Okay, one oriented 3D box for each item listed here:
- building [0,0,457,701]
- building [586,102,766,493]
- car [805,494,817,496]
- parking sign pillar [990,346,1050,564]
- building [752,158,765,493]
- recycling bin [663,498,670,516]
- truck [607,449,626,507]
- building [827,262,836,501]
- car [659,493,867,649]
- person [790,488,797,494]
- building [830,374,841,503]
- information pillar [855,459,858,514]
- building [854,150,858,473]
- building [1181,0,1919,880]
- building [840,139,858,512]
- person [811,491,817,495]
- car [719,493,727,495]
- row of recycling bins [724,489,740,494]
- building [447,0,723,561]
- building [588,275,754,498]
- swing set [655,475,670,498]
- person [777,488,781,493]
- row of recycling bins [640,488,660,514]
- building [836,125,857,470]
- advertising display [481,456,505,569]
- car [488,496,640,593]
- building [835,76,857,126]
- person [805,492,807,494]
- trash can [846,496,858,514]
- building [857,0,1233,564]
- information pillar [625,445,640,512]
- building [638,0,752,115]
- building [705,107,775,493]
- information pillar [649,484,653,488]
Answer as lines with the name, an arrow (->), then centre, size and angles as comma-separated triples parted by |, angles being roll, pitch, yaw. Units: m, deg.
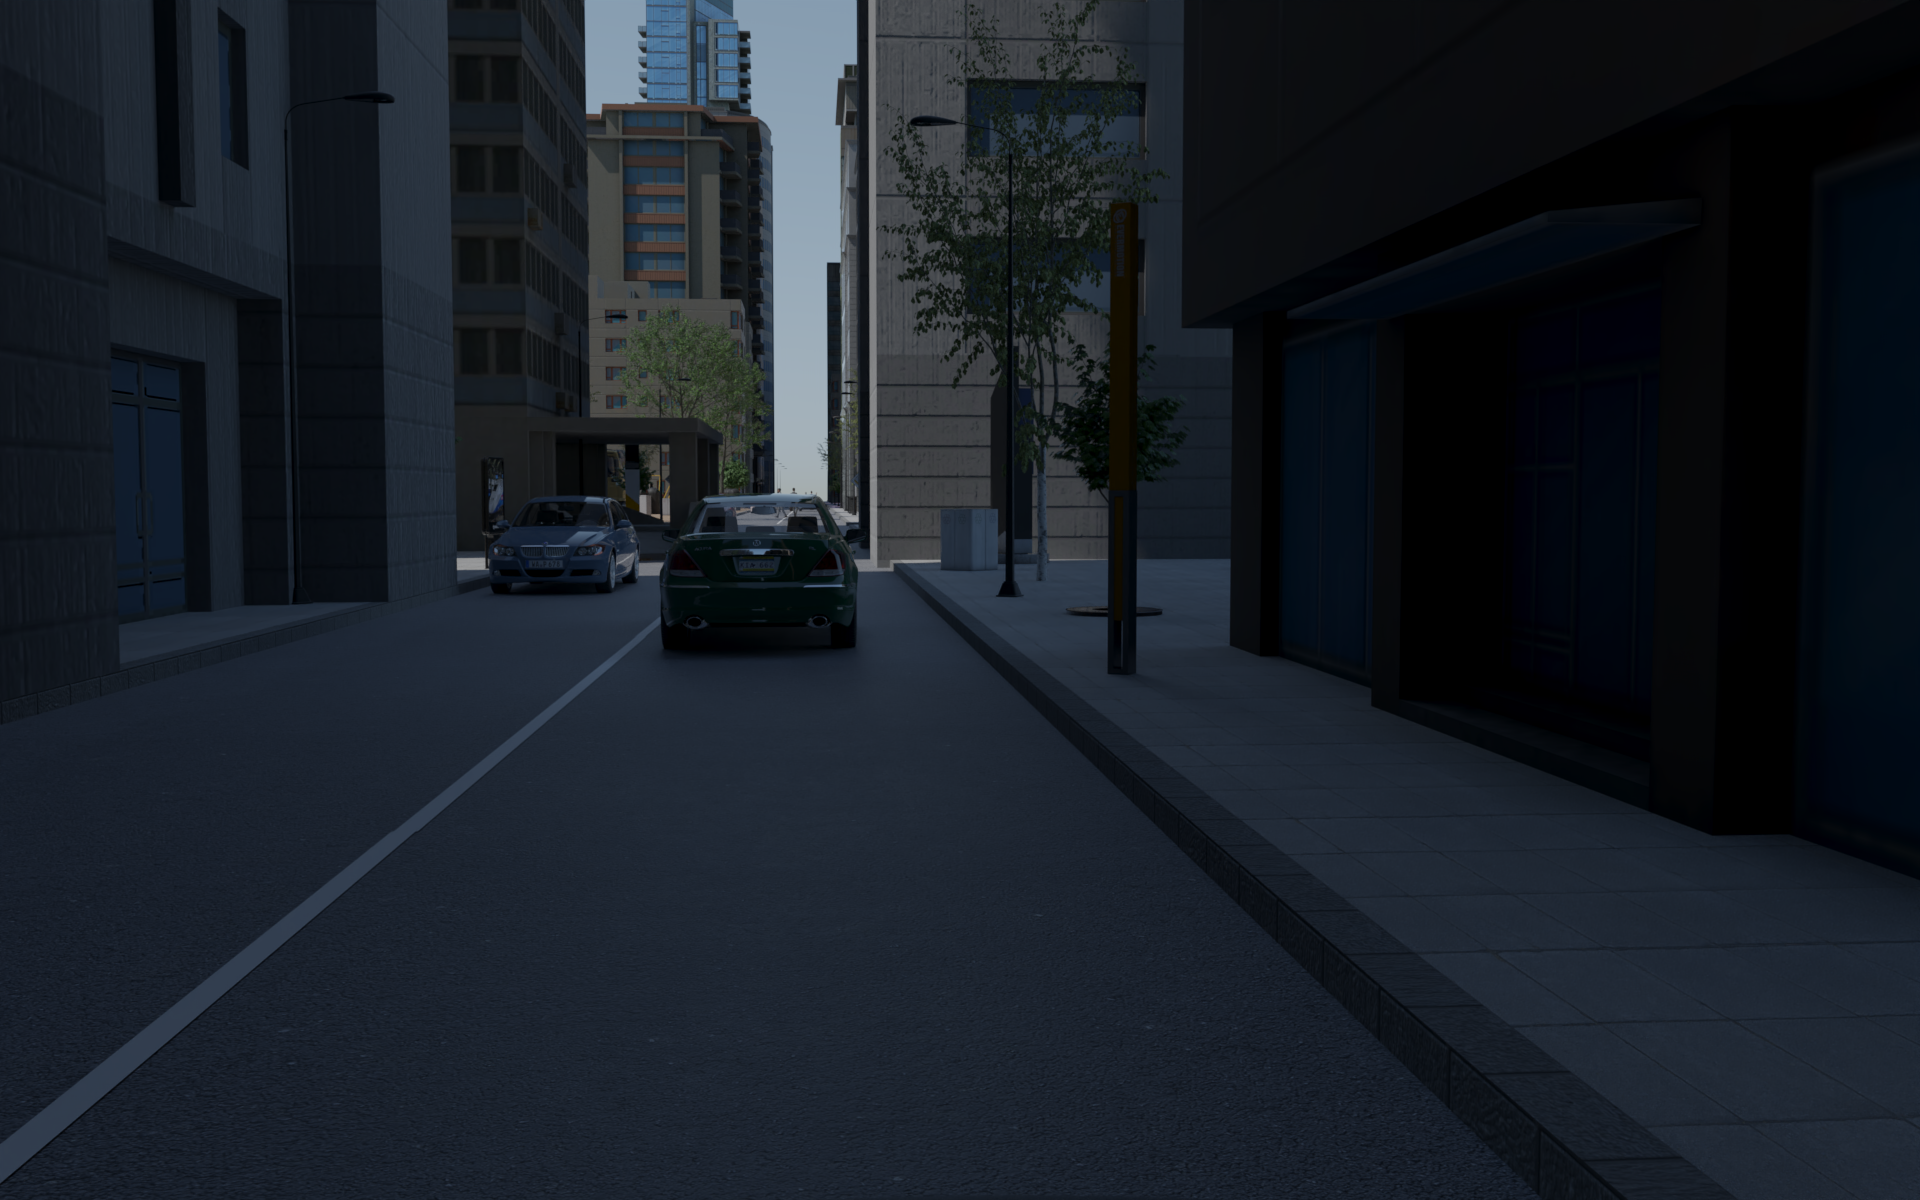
building -> -16.399, -28.499, 7.954 | 21.231, 58.520, 28.212 | 0, 4, -5
building -> -33.457, -33.132, 196.328 | 22.147, 44.769, 28.867 | 0, 4, -5
car -> -12.575, -8.111, 144.615 | 2.014, 1.417, 4.499 | 0, 4, -5
parking sign pillar -> 0.952, -2.677, 32.241 | 1.447, 3.967, 1.447 | -1, 4, -16
building -> -32.352, -34.745, 218.192 | 14.600, 45.320, 14.200 | 0, 4, -5
recycling bin -> -17.478, -5.591, 103.967 | 0.722, 1.027, 0.722 | 0, 4, 3
truck -> -18.085, -4.760, 73.750 | 9.791, 3.379, 3.469 | 0, 4, -3
building -> -16.449, -38.074, 306.103 | 14.154, 41.232, 14.086 | 0, 4, -5
car -> -1.984, -0.349, 17.509 | 2.131, 1.459, 4.920 | 0, 4, -5
person -> -10.297, -6.061, 107.557 | 0.622, 1.834, 0.822 | 1, 4, 9
building -> -5.871, -25.672, 264.780 | 27.650, 21.520, 28.899 | 0, 4, -5
information pillar -> -6.879, -7.523, 114.362 | 0.183, 3.616, 0.504 | 0, 4, -7
building -> 0.549, -19.519, 112.650 | 14.314, 27.812, 24.014 | 0, 4, -5
building -> 9.373, -21.838, 7.169 | 14.600, 45.320, 14.200 | 0, 4, -5
building -> -3.819, -22.121, 139.177 | 11.434, 29.767, 29.804 | 0, 4, -5
person -> -13.216, -8.983, 156.172 | 0.742, 1.727, 0.445 | 0, 4, 6
car -> -9.204, -3.373, 64.187 | 2.155, 1.783, 4.494 | 0, 4, -7
row of recycling bins -> -17.829, -7.804, 134.702 | 1.069, 1.692, 3.534 | -1, 4, -18
building -> -22.433, -21.424, 42.165 | 32.217, 40.220, 23.993 | 0, 4, -5
building -> -34.401, -19.706, 167.235 | 27.650, 21.520, 28.899 | 0, 4, -5
swing set -> -20.355, -7.832, 125.675 | 2.862, 2.851, 3.119 | -1, 4, -16
person -> -10.792, -5.835, 104.180 | 0.850, 1.792, 0.678 | 0, 4, -1
row of recycling bins -> -20.394, -6.243, 109.191 | 1.069, 1.692, 3.534 | 3, 4, 37
building -> -6.467, -31.322, 195.709 | 14.154, 41.232, 14.086 | 0, 4, -5
advertising display -> -8.101, -1.520, 30.068 | 0.123, 1.923, 0.974 | 0, 4, 2
car -> -5.978, -0.889, 26.541 | 2.014, 1.417, 4.499 | 0, 4, -3
building -> -0.949, -38.374, 216.646 | 28.713, 52.752, 27.495 | 0, 4, -5
person -> -21.194, -14.065, 239.197 | 0.721, 1.736, 1.217 | 1, 4, 12
trash can -> -7.037, -6.197, 112.966 | 0.748, 1.137, 0.748 | 0, 3, 0
building -> 7.668, -30.865, 46.642 | 21.231, 58.520, 28.212 | 0, 4, -5
information pillar -> -11.045, -4.105, 58.465 | 0.504, 3.616, 0.183 | -1, 4, -14
building -> -42.730, -59.962, 293.054 | 22.319, 86.520, 31.000 | 0, 4, -5
building -> -39.207, -44.135, 263.599 | 21.231, 58.520, 28.212 | 0, 4, -5
information pillar -> -20.139, -6.612, 112.591 | 0.304, 2.012, 0.304 | 3, 5, 42
